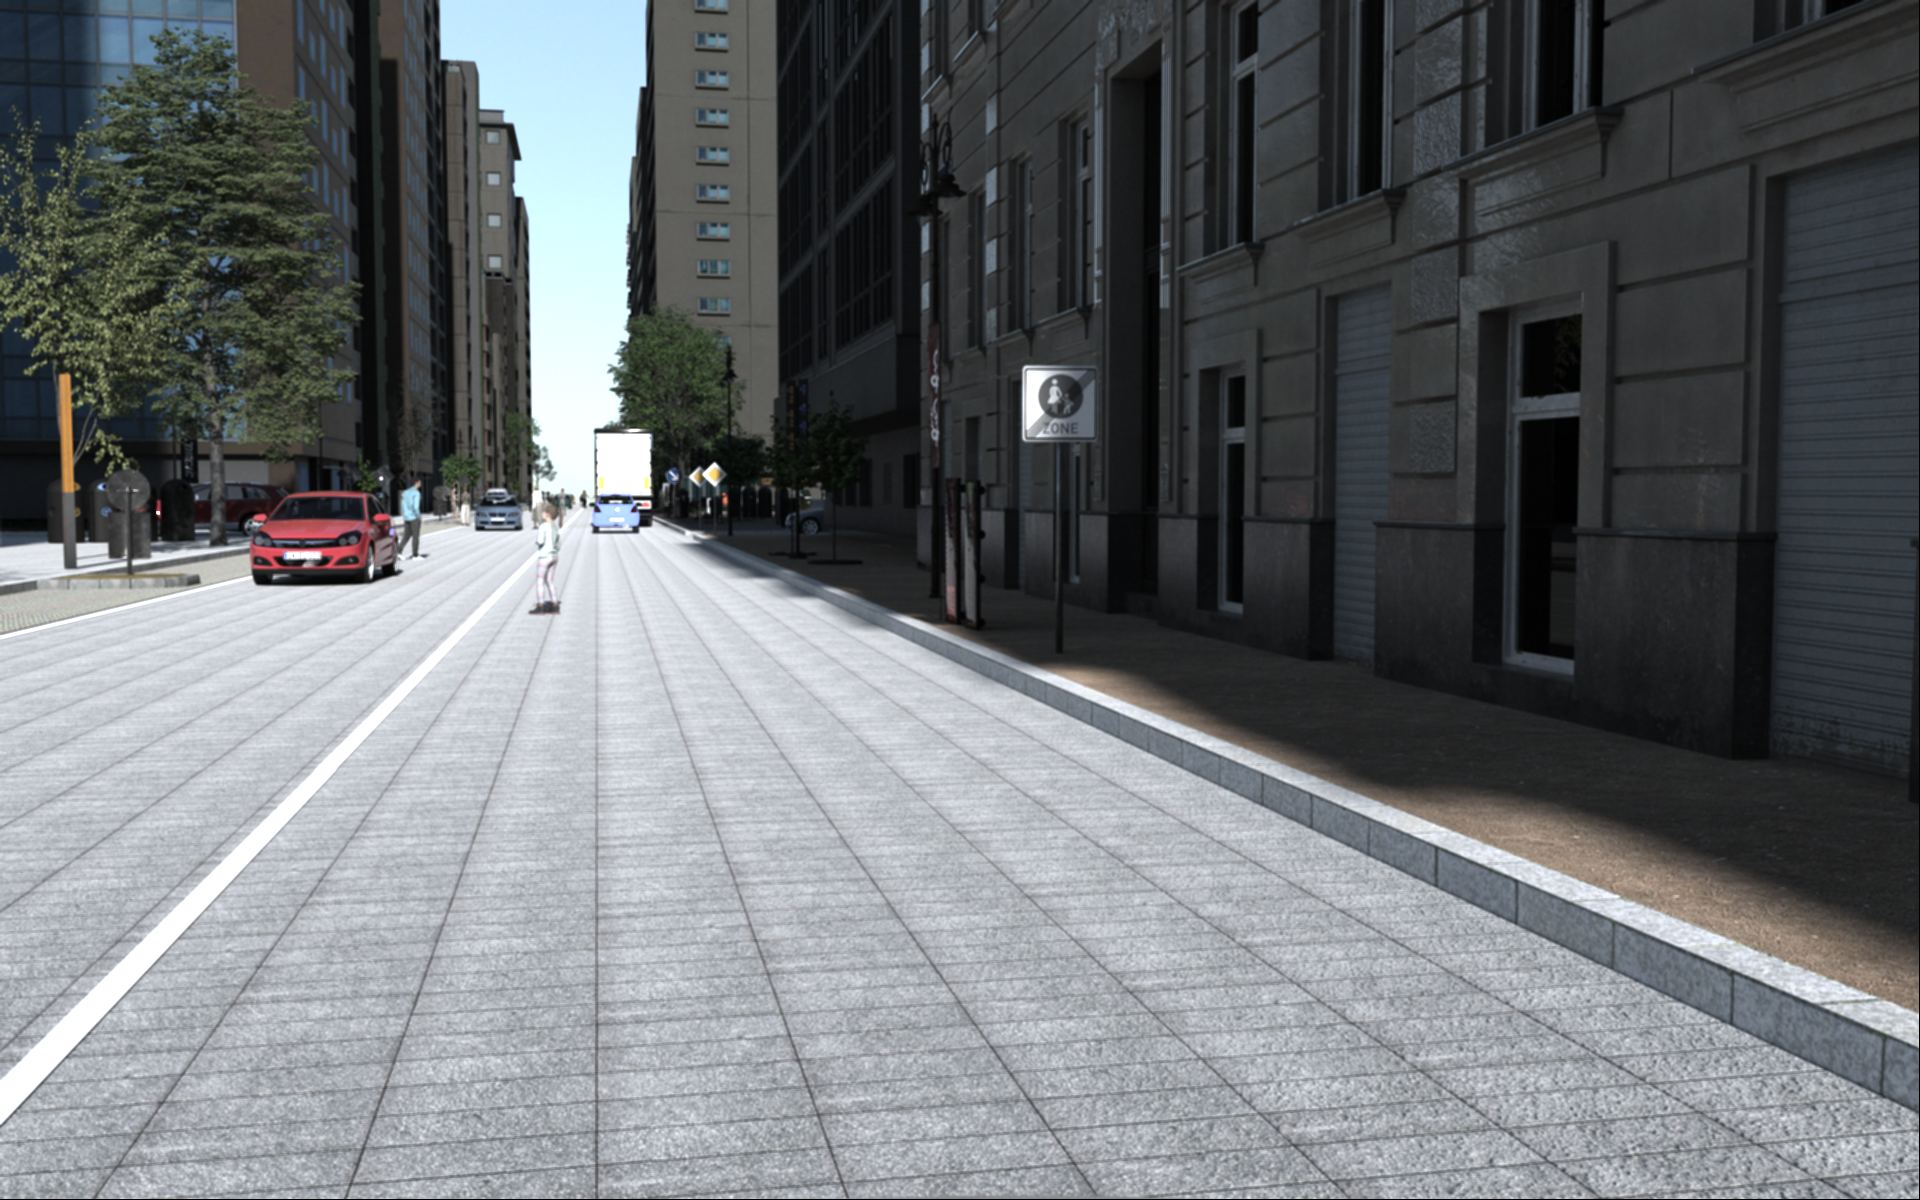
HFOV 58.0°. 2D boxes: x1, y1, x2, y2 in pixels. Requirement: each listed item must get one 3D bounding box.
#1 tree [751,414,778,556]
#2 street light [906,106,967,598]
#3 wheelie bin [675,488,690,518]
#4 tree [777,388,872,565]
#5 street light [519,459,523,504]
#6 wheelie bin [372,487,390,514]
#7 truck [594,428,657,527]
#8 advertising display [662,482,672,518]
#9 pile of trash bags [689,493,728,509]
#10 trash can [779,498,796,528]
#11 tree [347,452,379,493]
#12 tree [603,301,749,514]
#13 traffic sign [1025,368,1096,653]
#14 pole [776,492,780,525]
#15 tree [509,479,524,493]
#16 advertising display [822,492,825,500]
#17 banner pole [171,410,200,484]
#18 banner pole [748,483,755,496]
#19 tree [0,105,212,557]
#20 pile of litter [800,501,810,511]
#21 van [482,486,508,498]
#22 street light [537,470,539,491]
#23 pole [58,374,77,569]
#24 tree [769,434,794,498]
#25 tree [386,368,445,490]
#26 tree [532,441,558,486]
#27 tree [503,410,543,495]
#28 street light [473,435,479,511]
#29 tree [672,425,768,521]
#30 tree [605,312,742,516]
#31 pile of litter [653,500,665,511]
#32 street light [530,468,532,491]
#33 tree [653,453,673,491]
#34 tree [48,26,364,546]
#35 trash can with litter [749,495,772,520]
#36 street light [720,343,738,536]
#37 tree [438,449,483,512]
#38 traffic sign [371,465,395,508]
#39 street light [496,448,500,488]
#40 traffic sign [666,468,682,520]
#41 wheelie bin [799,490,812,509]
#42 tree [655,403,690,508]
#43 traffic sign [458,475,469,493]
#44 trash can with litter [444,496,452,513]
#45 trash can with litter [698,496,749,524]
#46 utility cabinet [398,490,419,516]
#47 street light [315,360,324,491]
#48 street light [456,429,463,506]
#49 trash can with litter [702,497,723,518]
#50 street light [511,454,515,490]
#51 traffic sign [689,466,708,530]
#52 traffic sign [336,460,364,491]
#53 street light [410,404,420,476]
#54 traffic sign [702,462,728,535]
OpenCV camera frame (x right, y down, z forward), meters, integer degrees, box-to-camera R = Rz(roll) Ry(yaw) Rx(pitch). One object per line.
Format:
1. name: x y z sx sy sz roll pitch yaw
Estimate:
1. tree: -3.508 -2.553 36.337 1.663 3.219 1.824 0 3 0
2. street light: -0.300 -2.961 21.199 0.468 5.910 1.993 -1 4 -12
3. wheelie bin: -15.011 -5.249 93.727 0.693 1.594 0.980 -2 4 -34
4. tree: -2.448 -2.276 31.822 1.663 3.219 1.824 0 3 0
5. street light: -54.590 -14.838 215.386 0.468 5.910 1.993 -1 4 -12
6. wheelie bin: -26.667 -4.390 79.689 0.693 1.594 0.980 -3 4 -37
7. truck: -15.306 -5.532 79.362 2.839 4.237 11.283 -1 4 -10
8. advertising display: -15.586 -5.320 92.198 0.123 1.923 0.974 -2 4 -35
9. pile of trash bags: -18.677 -7.350 129.928 1.912 1.369 3.447 3 5 39
10. trash can: -6.543 -3.322 65.966 0.748 1.137 0.748 0 3 0
11. tree: -26.936 -5.070 77.503 1.663 3.219 1.824 0 3 0
12. tree: -18.589 -12.640 113.325 9.857 13.997 8.962 0 3 0
13. traffic sign: 0.799 -0.719 13.891 0.606 2.300 0.079 0 4 -2
14. pole: -7.593 -4.783 72.051 0.158 3.312 0.155 0 3 0
15. tree: -51.405 -12.558 199.921 1.663 3.219 1.824 0 3 0
16. advertising display: -7.519 -5.775 99.633 0.974 1.923 0.123 -3 4 -38
17. banner pole: -22.635 -3.699 50.490 0.863 3.779 0.401 -2 4 -29
18. banner pole: -11.038 -6.202 91.428 0.401 3.779 0.863 2 4 28
19. tree: -17.213 -5.100 33.747 4.737 8.622 4.395 0 3 0
20. pile of litter: -9.404 -5.664 106.571 1.719 0.858 1.176 2 4 30
21. van: -32.908 -7.095 123.009 2.013 2.044 4.112 -1 4 -12
22. street light: -67.301 -18.566 276.348 0.468 5.910 1.993 -1 4 -12
23. pole: -15.225 -2.184 29.545 0.158 3.312 0.155 0 3 0
24. tree: -12.183 -10.776 126.550 4.360 8.622 3.978 0 3 0
25. tree: -32.102 -9.218 101.075 4.360 8.622 3.978 0 3 0
26. tree: -70.578 -21.640 288.223 7.601 10.594 8.767 -1 4 -15
27. tree: -53.932 -17.205 207.063 9.928 11.665 9.643 0 3 0
28. street light: -37.544 -9.880 134.325 0.468 5.910 1.993 -1 4 -12
29. tree: -10.559 -6.041 82.482 4.285 4.588 4.351 0 3 0
30. tree: -16.116 -10.640 99.714 9.928 11.665 9.643 0 3 0
31. pile of litter: -23.310 -7.261 132.675 1.719 0.858 1.176 1 4 14
32. street light: -60.907 -16.707 245.953 0.468 5.910 1.993 -1 4 -12
33. tree: -20.881 -8.499 122.669 4.285 4.588 4.351 0 3 0
34. tree: -18.995 -7.648 43.180 7.486 12.596 7.792 0 3 0
35. trash can with litter: -10.428 -4.681 87.592 1.678 1.210 2.233 -3 5 -43
36. street light: -7.069 -4.915 53.141 0.468 5.910 1.993 -1 4 -12
37. tree: -36.551 -8.751 126.796 4.285 4.588 4.351 0 3 0
38. traffic sign: -19.755 -3.406 59.325 0.795 2.450 0.064 -1 4 -12
39. street light: -44.050 -11.779 165.374 0.468 5.910 1.993 -1 4 -12
40. traffic sign: -13.890 -5.143 84.191 0.768 2.556 0.104 -1 4 -10
41. wheelie bin: -10.979 -7.010 122.525 0.980 1.594 0.693 -3 5 -40
42. tree: -23.323 -11.370 136.257 4.360 8.622 3.978 0 3 0
43. traffic sign: -33.804 -7.210 117.988 0.768 2.556 0.104 -1 4 -10
44. trash can with litter: -34.902 -6.537 118.260 0.624 1.170 1.055 0 4 -7
45. trash can with litter: -10.689 -3.972 75.999 1.678 1.210 2.233 -3 4 -38
46. utility cabinet: -32.549 -5.721 102.210 1.173 1.500 0.318 -1 4 -22
47. street light: -21.834 -5.283 59.159 0.468 5.910 1.993 -1 4 -12
48. street light: -34.575 -9.001 119.959 0.468 5.910 1.993 -1 4 -12
49. trash can with litter: -13.088 -4.892 91.370 0.624 1.170 1.055 3 4 37
50. street light: -50.606 -13.673 196.342 0.468 5.910 1.993 -1 4 -12
51. traffic sign: -9.234 -3.539 61.501 0.795 2.450 0.064 -1 4 -12
52. traffic sign: -18.116 -2.928 51.509 0.795 2.450 0.064 -1 4 -12
53. street light: -28.158 -7.143 89.569 0.468 5.910 1.993 -1 4 -12
54. traffic sign: -7.595 -3.061 53.685 0.795 2.450 0.064 -1 4 -12
